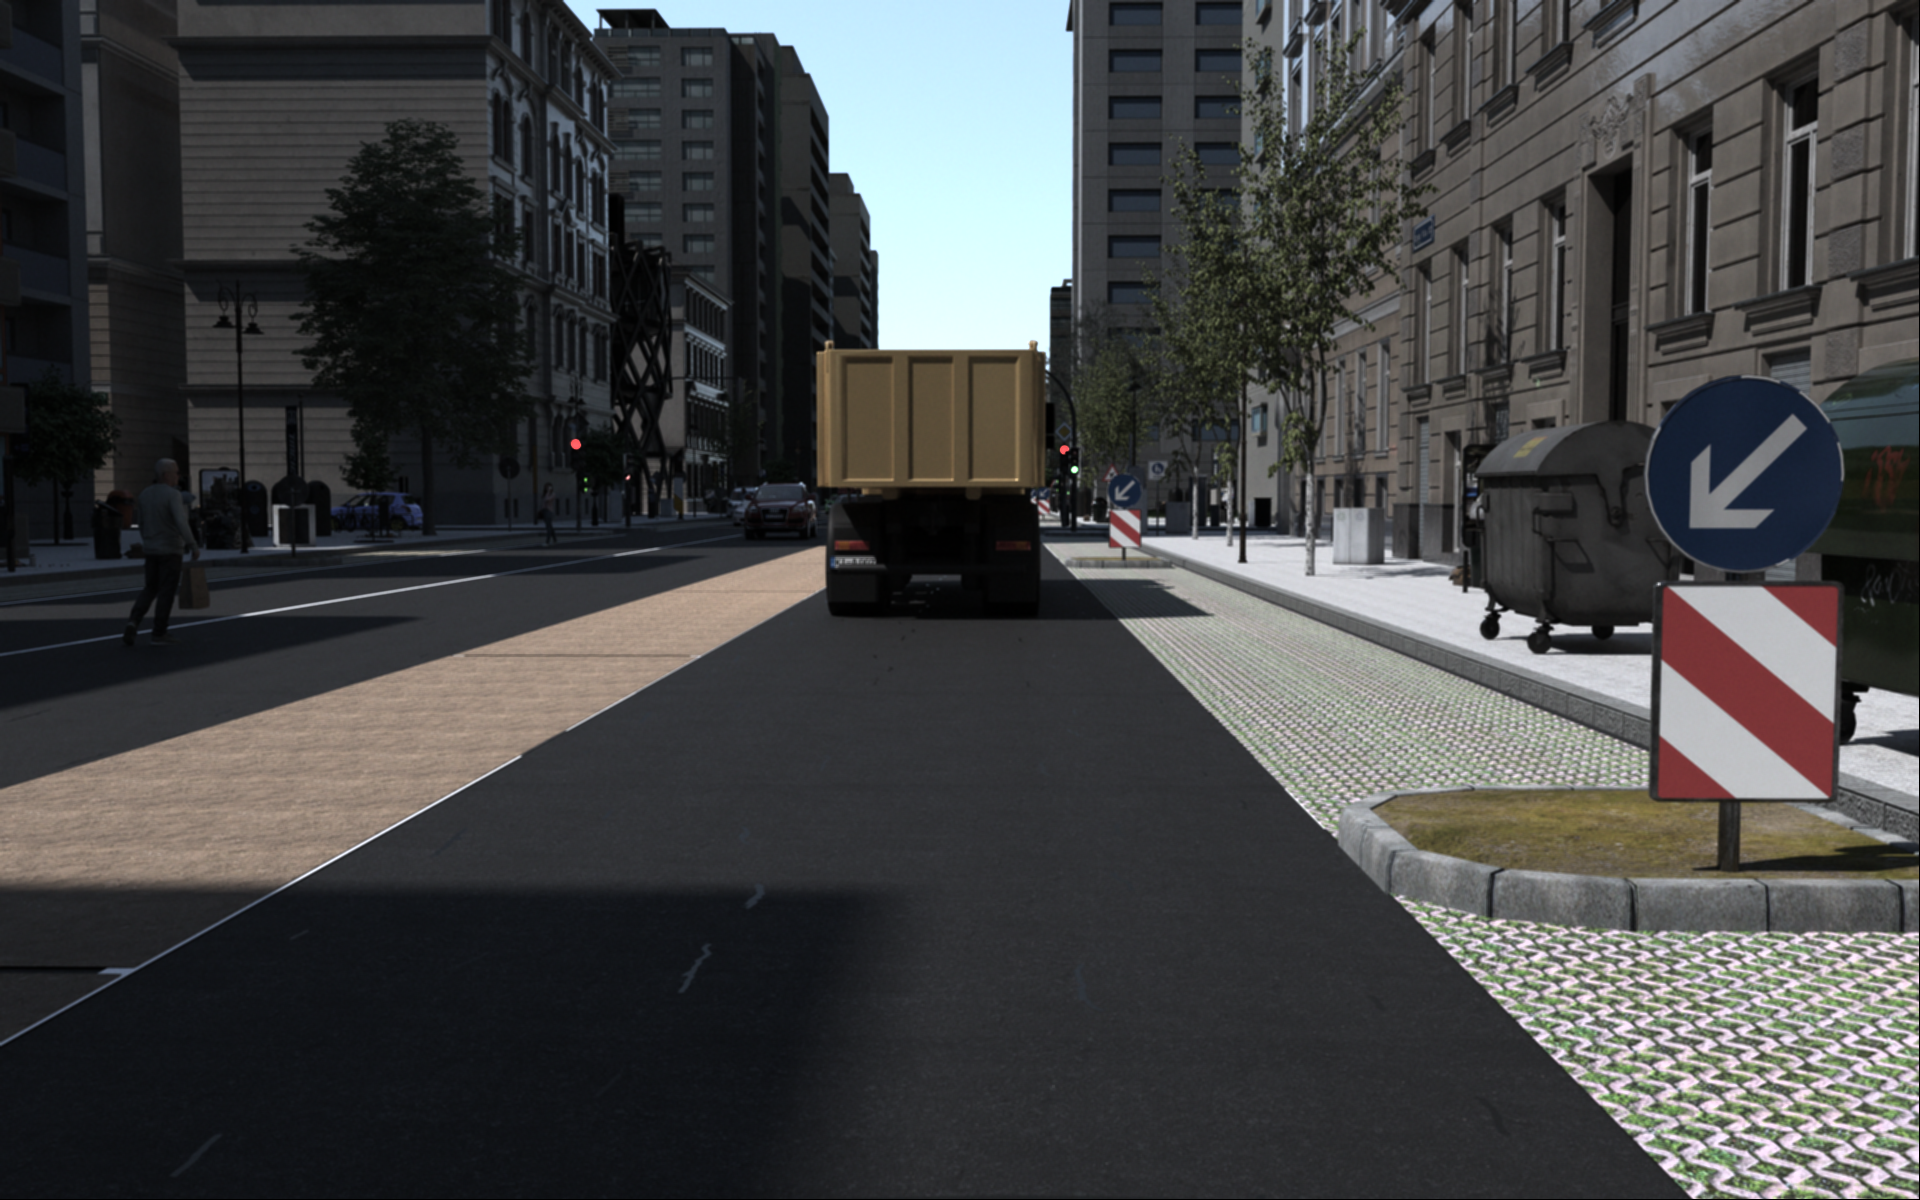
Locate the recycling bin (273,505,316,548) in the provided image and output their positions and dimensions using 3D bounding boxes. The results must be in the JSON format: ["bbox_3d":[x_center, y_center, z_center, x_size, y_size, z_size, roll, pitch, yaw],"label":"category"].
[{"bbox_3d":[-15.995,-1.778,41.622,0.722,1.027,0.722,3,4,36],"label":"recycling bin"}]

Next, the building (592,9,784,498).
[{"bbox_3d":[-23.118,-28.482,149.276,14.154,41.232,14.086,0,4,1],"label":"building"}]

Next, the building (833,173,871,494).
[{"bbox_3d":[-24.998,-39.164,264.026,21.300,48.544,21.600,0,4,1],"label":"building"}]

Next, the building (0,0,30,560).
[{"bbox_3d":[-32.694,-10.689,19.798,27.650,21.520,28.899,0,4,1],"label":"building"}]

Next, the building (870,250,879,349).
[{"bbox_3d":[-20.693,-36.624,282.388,14.154,41.232,14.086,0,4,1],"label":"building"}]

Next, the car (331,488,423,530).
[{"bbox_3d":[-21.595,-3.288,63.356,3.694,1.707,1.945,0,4,1],"label":"car"}]

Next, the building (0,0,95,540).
[{"bbox_3d":[-39.895,-30.810,45.741,28.212,58.520,21.231,0,4,1],"label":"building"}]

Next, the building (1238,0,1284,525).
[{"bbox_3d":[23.775,-27.743,77.305,21.600,48.544,21.300,0,4,1],"label":"building"}]

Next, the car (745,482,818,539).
[{"bbox_3d":[-5.783,-2.915,56.328,2.281,1.827,5.304,0,4,-1],"label":"car"}]

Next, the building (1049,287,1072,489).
[{"bbox_3d":[19.408,-28.703,241.002,14.160,30.474,14.107,0,4,1],"label":"building"}]

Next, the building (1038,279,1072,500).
[{"bbox_3d":[29.081,-36.522,289.007,32.217,40.220,23.993,0,4,1],"label":"building"}]

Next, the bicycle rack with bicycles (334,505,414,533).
[{"bbox_3d":[-19.963,-2.753,58.389,2.852,0.926,2.925,2,4,24],"label":"bicycle rack with bicycles"}]

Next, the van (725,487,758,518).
[{"bbox_3d":[-12.136,-5.548,97.713,2.013,2.044,4.112,0,4,1],"label":"van"}]

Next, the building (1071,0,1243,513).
[{"bbox_3d":[18.738,-35.768,126.813,21.231,58.520,28.212,0,4,1],"label":"building"}]

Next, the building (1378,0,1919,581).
[{"bbox_3d":[14.210,-13.762,22.275,12.463,27.353,25.104,0,4,1],"label":"building"}]

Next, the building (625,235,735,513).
[{"bbox_3d":[-23.038,-15.997,126.172,10.561,19.102,19.286,0,4,1],"label":"building"}]

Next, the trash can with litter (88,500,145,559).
[{"bbox_3d":[-16.636,-1.401,34.287,1.055,1.170,0.624,-3,5,-39],"label":"trash can with litter"}]

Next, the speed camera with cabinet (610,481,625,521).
[{"bbox_3d":[-16.269,-5.392,82.497,0.660,3.252,2.038,0,4,-4],"label":"speed camera with cabinet"}]

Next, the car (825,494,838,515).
[{"bbox_3d":[-8.354,-6.706,121.447,2.131,1.459,4.920,0,4,2],"label":"car"}]

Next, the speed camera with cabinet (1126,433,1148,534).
[{"bbox_3d":[5.723,-3.765,55.899,0.660,3.252,2.038,0,4,3],"label":"speed camera with cabinet"}]

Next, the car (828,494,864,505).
[{"bbox_3d":[-4.966,-4.149,79.631,2.131,1.459,4.920,0,4,1],"label":"car"}]

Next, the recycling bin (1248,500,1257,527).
[{"bbox_3d":[11.888,-3.433,68.680,0.722,1.027,0.722,2,4,32],"label":"recycling bin"}]

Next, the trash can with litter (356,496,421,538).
[{"bbox_3d":[-17.110,-2.460,51.275,1.678,1.210,2.233,-3,5,-41],"label":"trash can with litter"}]

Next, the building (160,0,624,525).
[{"bbox_3d":[-25.047,-17.983,81.413,14.401,28.519,23.554,0,4,1],"label":"building"}]

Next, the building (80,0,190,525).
[{"bbox_3d":[-44.173,-17.771,76.464,20.117,28.700,13.634,0,4,1],"label":"building"}]

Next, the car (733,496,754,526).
[{"bbox_3d":[-9.026,-4.023,78.134,2.083,1.381,4.827,0,4,3],"label":"car"}]

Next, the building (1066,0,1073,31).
[{"bbox_3d":[25.157,-35.450,168.841,28.713,52.752,27.495,0,4,1],"label":"building"}]

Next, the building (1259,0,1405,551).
[{"bbox_3d":[16.134,-15.836,44.821,13.634,28.700,20.117,0,4,1],"label":"building"}]

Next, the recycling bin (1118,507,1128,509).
[{"bbox_3d":[10.700,-6.076,111.901,0.722,1.027,0.722,-1,4,-21],"label":"recycling bin"}]

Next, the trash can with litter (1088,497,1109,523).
[{"bbox_3d":[6.311,-3.955,76.059,0.624,1.170,1.055,3,5,43],"label":"trash can with litter"}]

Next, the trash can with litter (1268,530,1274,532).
[{"bbox_3d":[11.122,-2.892,58.336,1.678,1.210,2.233,-1,4,-14],"label":"trash can with litter"}]

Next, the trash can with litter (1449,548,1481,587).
[{"bbox_3d":[7.132,-0.770,23.978,0.624,1.170,1.055,-1,4,-16],"label":"trash can with litter"}]

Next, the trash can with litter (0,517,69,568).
[{"bbox_3d":[-17.135,-1.212,30.876,2.233,1.210,1.678,3,4,37],"label":"trash can with litter"}]

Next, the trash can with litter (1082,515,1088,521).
[{"bbox_3d":[6.248,-4.287,81.487,1.055,1.170,0.624,1,4,12],"label":"trash can with litter"}]

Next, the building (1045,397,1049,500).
[{"bbox_3d":[26.968,-25.539,262.594,27.650,21.520,28.899,0,4,1],"label":"building"}]

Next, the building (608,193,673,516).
[{"bbox_3d":[-25.742,-14.353,102.128,16.820,18.784,16.811,0,4,1],"label":"building"}]

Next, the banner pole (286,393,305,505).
[{"bbox_3d":[-16.502,-3.246,43.090,0.863,3.779,0.401,2,4,34],"label":"banner pole"}]

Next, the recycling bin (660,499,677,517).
[{"bbox_3d":[-16.162,-5.100,95.939,0.722,1.027,0.722,1,4,14],"label":"recycling bin"}]

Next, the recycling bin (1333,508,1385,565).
[{"bbox_3d":[7.303,-1.172,31.710,0.722,1.027,0.722,3,4,38],"label":"recycling bin"}]

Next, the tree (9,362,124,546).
[{"bbox_3d":[-22.693,-3.638,43.193,4.285,4.588,4.351,0,3,0],"label":"tree"}]

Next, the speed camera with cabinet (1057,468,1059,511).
[{"bbox_3d":[7.319,-8.549,134.110,0.660,3.252,2.038,0,4,-7],"label":"speed camera with cabinet"}]

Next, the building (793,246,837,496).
[{"bbox_3d":[-30.459,-33.620,241.565,32.217,40.220,23.993,0,4,1],"label":"building"}]

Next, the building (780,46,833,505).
[{"bbox_3d":[-26.083,-34.765,192.107,21.300,48.544,21.600,0,4,1],"label":"building"}]

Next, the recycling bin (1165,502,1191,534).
[{"bbox_3d":[7.042,-2.654,55.947,0.722,1.027,0.722,1,4,15],"label":"recycling bin"}]

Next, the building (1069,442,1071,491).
[{"bbox_3d":[24.467,-54.126,197.629,22.319,86.520,31.000,0,4,1],"label":"building"}]
